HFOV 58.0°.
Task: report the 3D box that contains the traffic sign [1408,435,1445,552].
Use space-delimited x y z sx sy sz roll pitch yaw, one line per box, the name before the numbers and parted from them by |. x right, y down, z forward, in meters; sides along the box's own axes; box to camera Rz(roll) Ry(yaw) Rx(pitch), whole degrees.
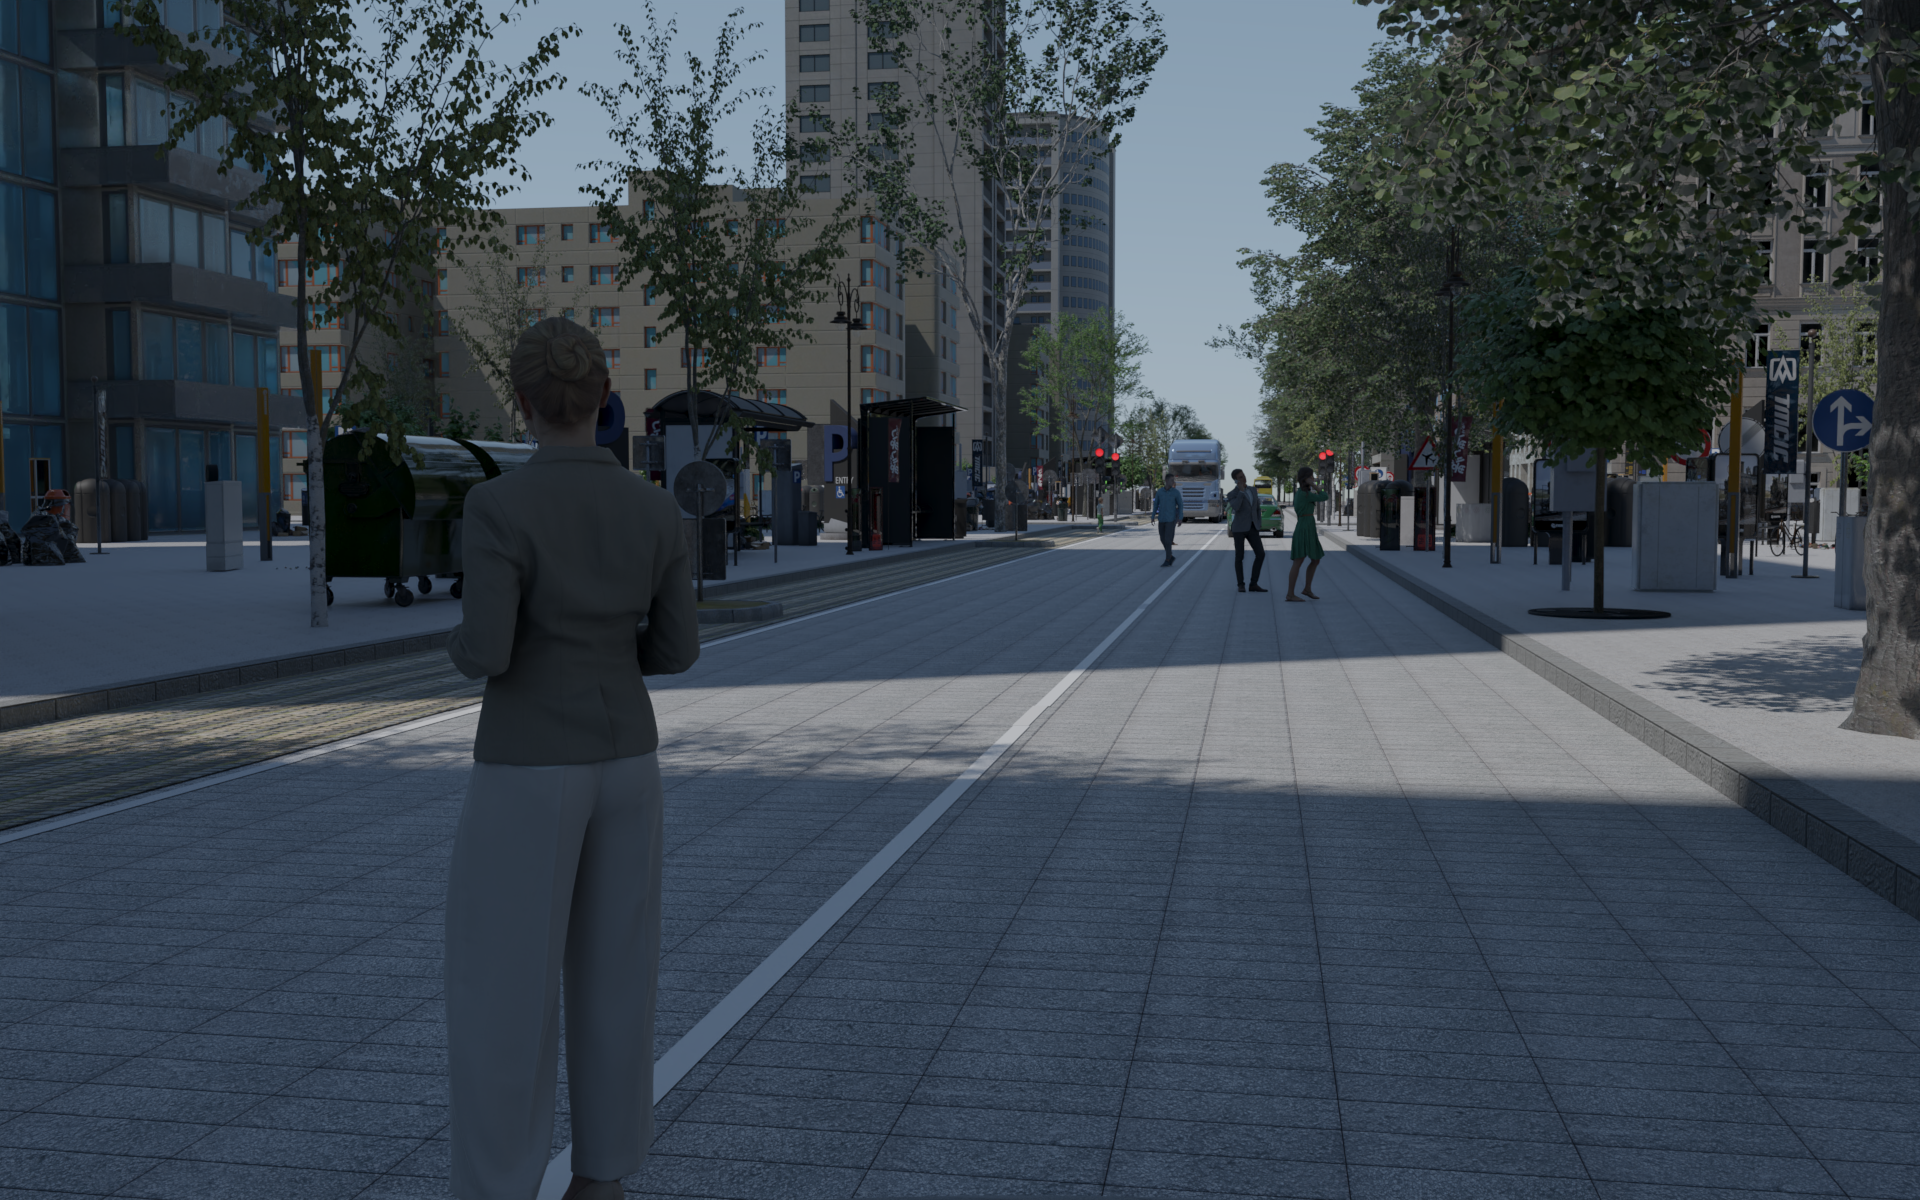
traffic sign | 10.372 -2.348 38.399 0.884 2.594 0.081 1 4 12

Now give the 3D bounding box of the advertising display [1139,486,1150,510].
advertising display | 14.481 -8.001 136.028 0.974 1.923 0.123 2 4 34

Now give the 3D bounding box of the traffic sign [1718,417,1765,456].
traffic sign | 13.023 -1.760 28.885 0.768 2.556 0.104 1 4 16

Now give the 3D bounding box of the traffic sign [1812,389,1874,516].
traffic sign | 10.748 -1.283 21.078 0.768 2.556 0.104 1 4 14

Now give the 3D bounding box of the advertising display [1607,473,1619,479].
advertising display | 20.120 -3.000 54.266 0.123 1.923 0.974 -3 5 -45

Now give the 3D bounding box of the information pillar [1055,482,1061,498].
information pillar | 5.815 -5.986 102.356 0.304 2.012 0.304 1 4 15

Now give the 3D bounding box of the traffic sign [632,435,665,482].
traffic sign | -5.446 -1.723 30.302 0.606 2.300 0.079 1 4 14

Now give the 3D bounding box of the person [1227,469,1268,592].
person | 4.202 -1.018 25.322 0.592 1.802 0.473 -1 4 -8

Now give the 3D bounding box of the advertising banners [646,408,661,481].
advertising banners | -6.791 -2.364 34.840 2.074 3.025 0.090 -2 4 -31

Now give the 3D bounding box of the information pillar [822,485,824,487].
information pillar | -7.327 -6.268 93.839 0.183 3.616 0.504 -3 4 -38

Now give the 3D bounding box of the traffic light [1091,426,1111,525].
traffic light | 5.780 -5.037 71.283 0.839 4.253 0.868 1 4 10

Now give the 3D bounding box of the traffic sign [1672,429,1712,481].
traffic sign | 13.197 -1.915 31.424 0.768 2.556 0.104 1 4 11

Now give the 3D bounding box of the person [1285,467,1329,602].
person | 4.593 -0.881 23.147 0.529 1.795 0.600 -1 4 -11

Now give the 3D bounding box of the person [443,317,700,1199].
person | -0.767 0.352 3.299 0.519 1.759 0.362 -3 5 -41

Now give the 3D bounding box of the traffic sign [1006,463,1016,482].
traffic sign | 1.887 -4.314 70.638 0.768 2.556 0.104 1 4 14

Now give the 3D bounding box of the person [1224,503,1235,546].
person | 7.771 -2.411 48.263 0.623 1.781 0.721 -2 4 -27

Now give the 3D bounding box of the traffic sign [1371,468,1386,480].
traffic sign | 15.982 -3.918 66.187 0.606 2.300 0.079 1 4 16

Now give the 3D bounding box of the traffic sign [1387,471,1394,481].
traffic sign | 23.981 -5.932 97.086 0.768 2.556 0.104 1 4 18

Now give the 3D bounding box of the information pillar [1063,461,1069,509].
information pillar | 7.358 -8.045 122.895 0.183 3.616 0.504 -1 4 -16

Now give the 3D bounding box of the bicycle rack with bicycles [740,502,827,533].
bicycle rack with bicycles | -5.446 -2.658 56.847 2.925 0.926 2.852 0 4 3

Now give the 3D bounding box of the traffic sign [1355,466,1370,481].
traffic sign | 17.877 -4.702 76.986 0.768 2.556 0.104 1 4 19

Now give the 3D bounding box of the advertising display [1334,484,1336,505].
advertising display | 25.296 -6.834 116.953 0.123 1.923 0.974 1 4 9

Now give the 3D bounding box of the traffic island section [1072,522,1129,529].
traffic island section | 5.742 -3.006 71.425 2.009 0.180 2.903 1 4 10

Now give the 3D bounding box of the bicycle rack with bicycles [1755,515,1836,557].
bicycle rack with bicycles | 17.711 -1.349 35.431 2.852 0.926 2.925 3 5 43

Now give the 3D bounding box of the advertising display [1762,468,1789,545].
advertising display | 20.556 -2.356 43.735 0.974 1.923 0.123 -2 4 -31

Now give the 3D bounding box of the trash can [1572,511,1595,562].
trash can | 11.684 -1.286 32.686 0.748 1.137 0.748 0 3 0

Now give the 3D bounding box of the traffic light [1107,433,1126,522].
traffic light | 7.137 -5.519 79.153 0.839 4.253 0.868 1 4 10

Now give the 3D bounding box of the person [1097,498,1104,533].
person | 5.133 -3.103 63.476 0.306 1.304 0.590 2 4 31

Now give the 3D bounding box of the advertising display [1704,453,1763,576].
advertising display | 12.149 -1.347 27.231 0.974 1.923 0.123 -2 4 -23

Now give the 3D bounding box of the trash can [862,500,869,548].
trash can | -2.197 -1.802 41.116 0.748 1.137 0.748 0 3 0

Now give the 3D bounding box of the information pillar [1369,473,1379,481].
information pillar | 14.216 -3.365 59.506 0.304 2.012 0.304 1 4 9

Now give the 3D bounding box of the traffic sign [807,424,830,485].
traffic sign | -3.327 -3.433 50.000 2.265 3.308 0.079 1 4 13

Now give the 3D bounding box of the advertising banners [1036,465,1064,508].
advertising banners | 5.478 -6.694 105.640 2.074 3.025 0.090 3 5 40

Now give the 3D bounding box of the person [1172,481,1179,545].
person | 5.900 -2.435 48.489 0.721 1.800 0.419 -2 4 -35

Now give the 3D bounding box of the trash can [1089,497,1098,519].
trash can | 6.934 -4.791 89.994 0.748 1.137 0.748 0 3 0

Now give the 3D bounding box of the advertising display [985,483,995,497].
advertising display | 1.982 -6.078 104.595 0.974 1.923 0.123 0 4 -6

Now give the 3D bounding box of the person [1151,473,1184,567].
person | 4.144 -1.578 34.165 0.638 1.841 0.748 3 5 39

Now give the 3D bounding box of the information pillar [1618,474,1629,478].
information pillar | 24.779 -3.687 64.770 0.304 2.012 0.304 -2 4 -24

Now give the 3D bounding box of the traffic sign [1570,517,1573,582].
traffic sign | 8.914 -1.541 25.298 0.768 2.556 0.104 1 4 14

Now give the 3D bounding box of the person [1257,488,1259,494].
person | 19.762 -6.553 115.598 0.622 1.834 0.822 -3 4 -39

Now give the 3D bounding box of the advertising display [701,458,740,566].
advertising display | -4.346 -1.586 31.137 0.974 1.923 0.123 3 4 36

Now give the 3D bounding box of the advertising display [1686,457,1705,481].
advertising display | 12.907 -1.532 30.260 0.123 1.923 0.974 0 4 2

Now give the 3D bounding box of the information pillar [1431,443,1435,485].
information pillar | 21.611 -5.409 79.797 0.504 3.616 0.183 0 4 3

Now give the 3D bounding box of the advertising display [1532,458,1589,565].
advertising display | 10.885 -1.601 31.396 0.974 1.923 0.123 0 4 8

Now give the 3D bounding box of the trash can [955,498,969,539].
trash can | -0.113 -2.327 49.692 0.748 1.137 0.748 0 3 0

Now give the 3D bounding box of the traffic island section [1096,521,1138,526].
traffic island section | 7.100 -3.487 79.294 2.009 0.180 2.903 1 4 10

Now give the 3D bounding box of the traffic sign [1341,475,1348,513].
traffic sign | 25.249 -6.958 113.866 0.768 2.556 0.104 1 4 18

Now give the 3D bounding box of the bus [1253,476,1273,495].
bus | 42.159 -15.257 241.002 2.896 3.916 12.252 1 4 10

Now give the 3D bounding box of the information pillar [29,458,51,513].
information pillar | -18.830 -1.896 35.491 0.304 2.012 0.304 3 5 42

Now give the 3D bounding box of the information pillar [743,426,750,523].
information pillar | -7.091 -4.052 57.610 0.183 3.616 0.504 1 4 9

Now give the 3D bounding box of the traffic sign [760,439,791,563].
traffic sign | -3.435 -1.843 32.258 0.606 2.300 0.079 1 4 14

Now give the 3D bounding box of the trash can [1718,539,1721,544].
trash can | 19.564 -1.985 44.110 0.748 1.137 0.748 0 3 0

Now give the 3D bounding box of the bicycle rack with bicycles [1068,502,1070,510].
bicycle rack with bicycles | 9.806 -7.532 136.535 2.852 0.926 2.925 0 4 -8

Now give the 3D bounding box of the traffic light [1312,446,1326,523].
traffic light | 16.218 -5.424 77.608 0.839 4.253 0.868 1 4 10

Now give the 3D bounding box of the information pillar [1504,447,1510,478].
information pillar | 26.474 -5.667 84.011 0.504 3.616 0.183 -2 4 -35

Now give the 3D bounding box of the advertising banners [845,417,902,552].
advertising banners | -1.930 -2.630 39.188 0.090 3.025 2.074 2 4 35

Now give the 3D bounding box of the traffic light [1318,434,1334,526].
traffic light | 14.860 -4.943 69.739 0.839 4.253 0.868 1 4 10

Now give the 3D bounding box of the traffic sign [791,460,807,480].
traffic sign | -4.769 -3.015 51.424 0.606 2.300 0.079 1 4 15
